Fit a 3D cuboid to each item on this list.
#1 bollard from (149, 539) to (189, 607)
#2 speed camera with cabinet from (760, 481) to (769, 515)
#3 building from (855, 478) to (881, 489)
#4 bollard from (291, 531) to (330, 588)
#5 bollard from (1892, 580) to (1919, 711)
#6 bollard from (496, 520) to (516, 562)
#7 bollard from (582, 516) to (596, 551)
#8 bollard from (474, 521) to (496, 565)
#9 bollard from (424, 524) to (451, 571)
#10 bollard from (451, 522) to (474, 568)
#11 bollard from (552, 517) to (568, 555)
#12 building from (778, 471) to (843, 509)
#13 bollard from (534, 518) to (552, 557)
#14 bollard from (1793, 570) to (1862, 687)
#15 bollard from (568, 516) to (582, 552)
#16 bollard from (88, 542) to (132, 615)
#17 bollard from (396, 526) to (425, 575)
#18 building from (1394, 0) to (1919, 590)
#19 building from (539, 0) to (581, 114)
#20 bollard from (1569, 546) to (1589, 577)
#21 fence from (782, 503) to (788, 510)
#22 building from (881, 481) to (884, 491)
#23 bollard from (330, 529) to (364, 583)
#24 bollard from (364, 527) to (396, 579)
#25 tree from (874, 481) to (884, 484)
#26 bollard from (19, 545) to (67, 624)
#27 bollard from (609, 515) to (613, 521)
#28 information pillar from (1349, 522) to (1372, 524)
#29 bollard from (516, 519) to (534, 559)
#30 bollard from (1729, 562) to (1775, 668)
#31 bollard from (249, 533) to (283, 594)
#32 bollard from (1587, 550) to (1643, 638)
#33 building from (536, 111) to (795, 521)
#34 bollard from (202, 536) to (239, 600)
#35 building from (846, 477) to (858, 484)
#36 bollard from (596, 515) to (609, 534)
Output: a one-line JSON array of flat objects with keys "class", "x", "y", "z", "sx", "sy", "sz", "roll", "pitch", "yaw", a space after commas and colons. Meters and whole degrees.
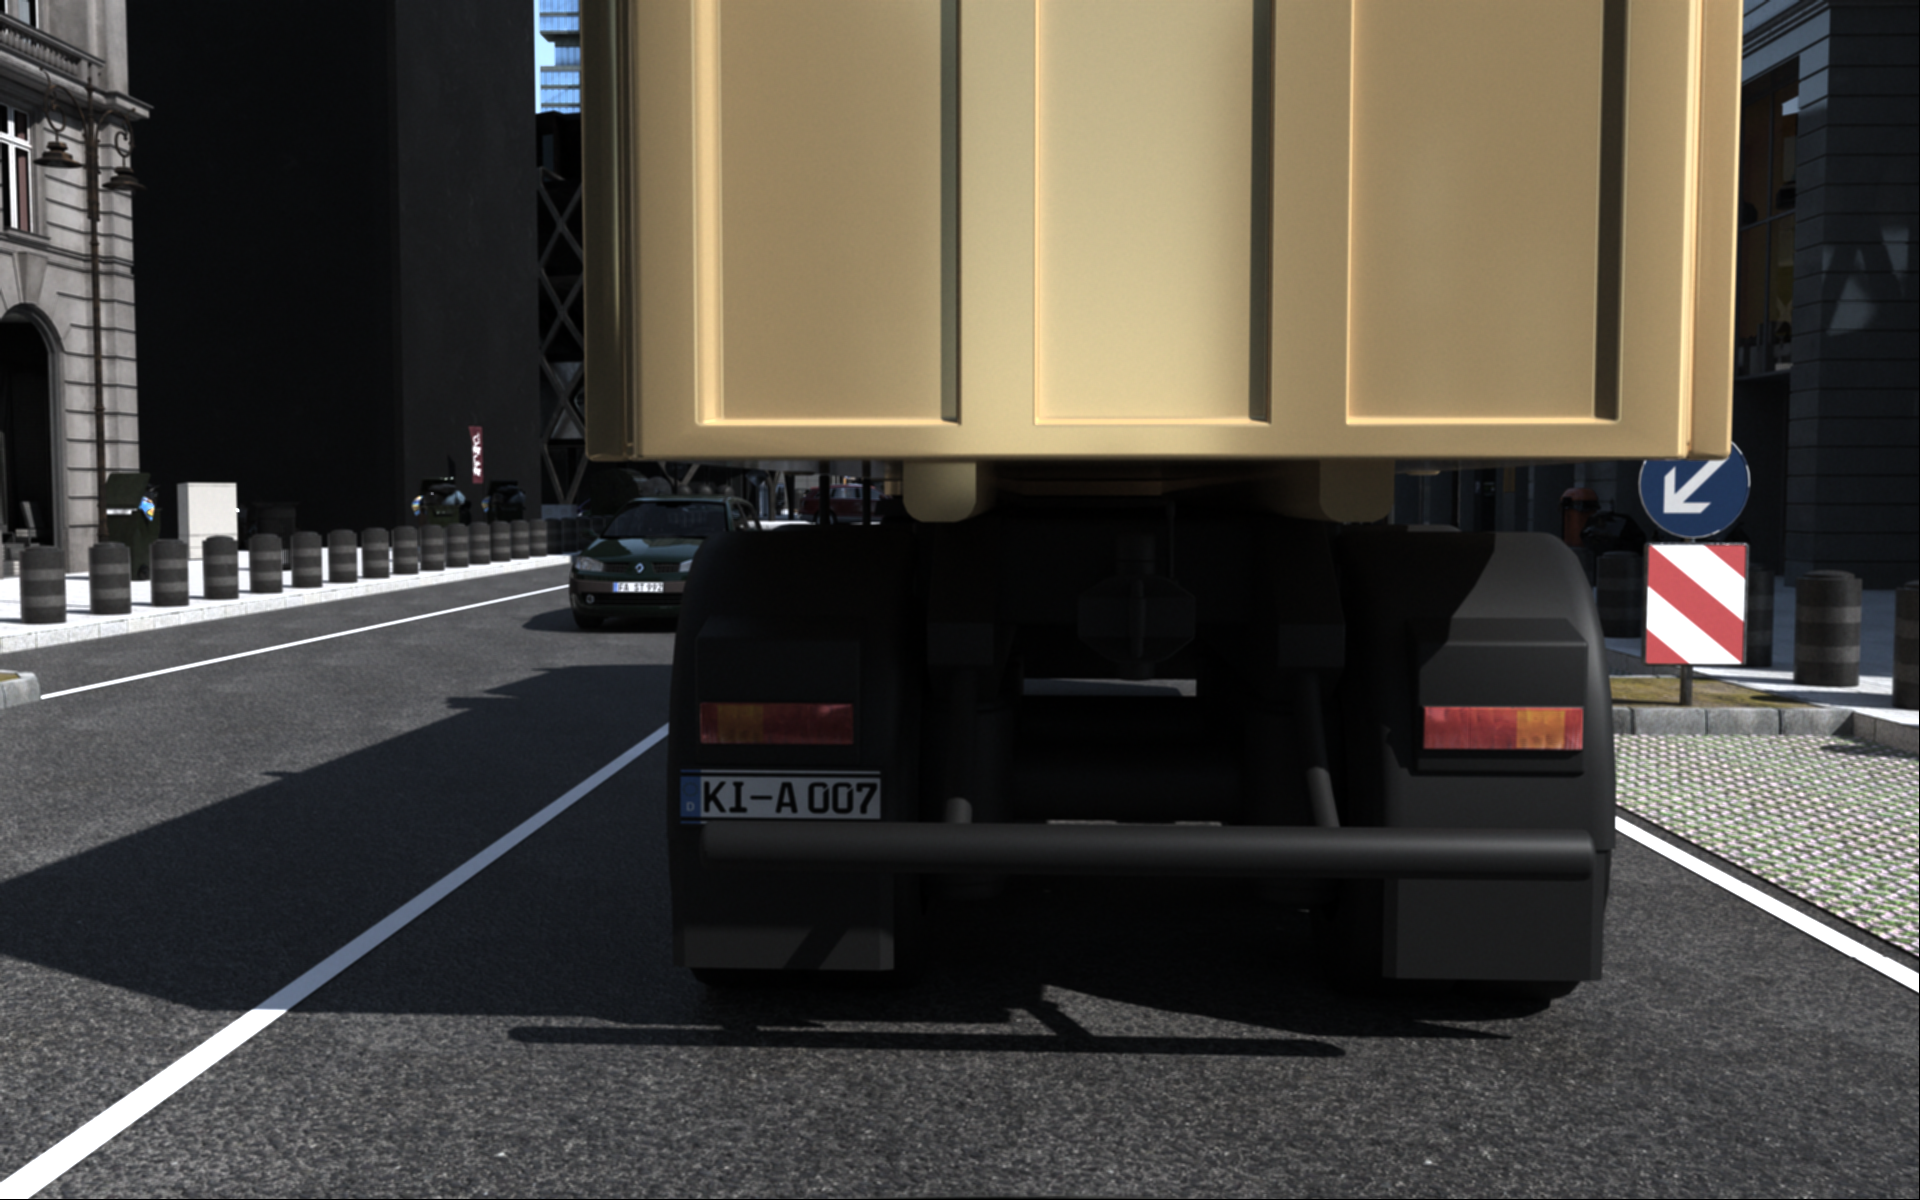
[{"class": "bollard", "x": -9.064, "y": -0.314, "z": 19.857, "sx": 0.404, "sy": 0.777, "sz": 0.398, "roll": 0, "pitch": 3, "yaw": 0}, {"class": "speed camera with cabinet", "x": -12.386, "y": -7.046, "z": 109.543, "sx": 0.660, "sy": 3.252, "sz": 2.038, "roll": -1, "pitch": 4, "yaw": -12}, {"class": "building", "x": -23.578, "y": -40.324, "z": 201.303, "sx": 28.212, "sy": 58.520, "sz": 21.231, "roll": 0, "pitch": 4, "yaw": 1}, {"class": "bollard", "x": -8.972, "y": -0.555, "z": 23.785, "sx": 0.404, "sy": 0.777, "sz": 0.398, "roll": 0, "pitch": 3, "yaw": 0}, {"class": "bollard", "x": 5.816, "y": 0.266, "z": 10.368, "sx": 0.404, "sy": 0.777, "sz": 0.398, "roll": 0, "pitch": 3, "yaw": 0}, {"class": "bollard", "x": -8.760, "y": -1.115, "z": 32.953, "sx": 0.404, "sy": 0.777, "sz": 0.398, "roll": 0, "pitch": 3, "yaw": 0}, {"class": "bollard", "x": -8.609, "y": -1.517, "z": 39.517, "sx": 0.404, "sy": 0.777, "sz": 0.398, "roll": 0, "pitch": 3, "yaw": 0}, {"class": "bollard", "x": -8.791, "y": -1.035, "z": 31.643, "sx": 0.404, "sy": 0.777, "sz": 0.398, "roll": 0, "pitch": 3, "yaw": 0}, {"class": "bollard", "x": -8.851, "y": -0.876, "z": 29.033, "sx": 0.404, "sy": 0.777, "sz": 0.398, "roll": 0, "pitch": 3, "yaw": 0}, {"class": "bollard", "x": -8.819, "y": -0.955, "z": 30.338, "sx": 0.404, "sy": 0.777, "sz": 0.398, "roll": 0, "pitch": 3, "yaw": 0}, {"class": "bollard", "x": -8.668, "y": -1.357, "z": 36.898, "sx": 0.404, "sy": 0.777, "sz": 0.398, "roll": 0, "pitch": 3, "yaw": 0}, {"class": "building", "x": -21.105, "y": -43.806, "z": 154.481, "sx": 20.563, "sy": 71.187, "sz": 20.611, "roll": 0, "pitch": 4, "yaw": 1}, {"class": "bollard", "x": -8.697, "y": -1.277, "z": 35.593, "sx": 0.404, "sy": 0.777, "sz": 0.398, "roll": 0, "pitch": 3, "yaw": 0}, {"class": "bollard", "x": 5.846, "y": 0.186, "z": 11.673, "sx": 0.404, "sy": 0.777, "sz": 0.398, "roll": 0, "pitch": 3, "yaw": 0}, {"class": "bollard", "x": -8.639, "y": -1.437, "z": 38.212, "sx": 0.404, "sy": 0.777, "sz": 0.398, "roll": 0, "pitch": 3, "yaw": 0}, {"class": "bollard", "x": -9.094, "y": -0.233, "z": 18.529, "sx": 0.404, "sy": 0.777, "sz": 0.398, "roll": 0, "pitch": 3, "yaw": 0}, {"class": "bollard", "x": -8.883, "y": -0.796, "z": 27.728, "sx": 0.404, "sy": 0.777, "sz": 0.398, "roll": 0, "pitch": 3, "yaw": 0}, {"class": "building", "x": 17.149, "y": -15.864, "z": 36.874, "sx": 11.434, "sy": 29.767, "sz": 29.804, "roll": 0, "pitch": 4, "yaw": 1}, {"class": "building", "x": -46.500, "y": -57.143, "z": 246.965, "sx": 31.000, "sy": 86.520, "sz": 22.319, "roll": 0, "pitch": 4, "yaw": 1}, {"class": "bollard", "x": 5.968, "y": -0.133, "z": 16.898, "sx": 0.404, "sy": 0.777, "sz": 0.398, "roll": 0, "pitch": 3, "yaw": 0}, {"class": "fence", "x": -12.324, "y": -6.575, "z": 122.873, "sx": 2.069, "sy": 0.683, "sz": 0.278, "roll": 2, "pitch": 4, "yaw": 25}, {"class": "building", "x": -1.745, "y": -40.421, "z": 250.119, "sx": 27.495, "sy": 52.752, "sz": 28.713, "roll": 0, "pitch": 4, "yaw": 1}, {"class": "bollard", "x": -8.943, "y": -0.634, "z": 25.090, "sx": 0.404, "sy": 0.777, "sz": 0.398, "roll": 0, "pitch": 3, "yaw": 0}, {"class": "bollard", "x": -8.917, "y": -0.716, "z": 26.423, "sx": 0.404, "sy": 0.777, "sz": 0.398, "roll": 0, "pitch": 3, "yaw": 0}, {"class": "tree", "x": -6.046, "y": -17.070, "z": 185.752, "sx": 9.857, "sy": 13.997, "sz": 8.962, "roll": 0, "pitch": 3, "yaw": 0}, {"class": "bollard", "x": -9.122, "y": -0.153, "z": 17.224, "sx": 0.404, "sy": 0.777, "sz": 0.398, "roll": 0, "pitch": 3, "yaw": 0}, {"class": "bollard", "x": -8.550, "y": -1.677, "z": 42.131, "sx": 0.404, "sy": 0.777, "sz": 0.398, "roll": 0, "pitch": 3, "yaw": 0}, {"class": "information pillar", "x": 7.429, "y": -1.687, "z": 32.079, "sx": 0.304, "sy": 2.012, "sz": 0.304, "roll": -2, "pitch": 4, "yaw": -35}, {"class": "bollard", "x": -8.729, "y": -1.195, "z": 34.258, "sx": 0.404, "sy": 0.777, "sz": 0.398, "roll": 0, "pitch": 3, "yaw": 0}, {"class": "bollard", "x": 5.877, "y": 0.106, "z": 12.978, "sx": 0.404, "sy": 0.777, "sz": 0.398, "roll": 0, "pitch": 3, "yaw": 0}, {"class": "bollard", "x": -9.005, "y": -0.474, "z": 22.467, "sx": 0.404, "sy": 0.777, "sz": 0.398, "roll": 0, "pitch": 3, "yaw": 0}, {"class": "bollard", "x": 5.937, "y": -0.053, "z": 15.589, "sx": 0.404, "sy": 0.777, "sz": 0.398, "roll": 0, "pitch": 3, "yaw": 0}, {"class": "building", "x": -16.424, "y": -13.308, "z": 85.035, "sx": 16.811, "sy": 18.784, "sz": 16.820, "roll": 0, "pitch": 4, "yaw": 1}, {"class": "bollard", "x": -9.034, "y": -0.394, "z": 21.162, "sx": 0.404, "sy": 0.777, "sz": 0.398, "roll": 0, "pitch": 3, "yaw": 0}, {"class": "building", "x": -17.672, "y": -31.955, "z": 172.568, "sx": 14.600, "sy": 45.320, "sz": 14.200, "roll": 0, "pitch": 4, "yaw": 1}, {"class": "bollard", "x": -8.576, "y": -1.597, "z": 40.822, "sx": 0.404, "sy": 0.777, "sz": 0.398, "roll": 0, "pitch": 3, "yaw": 0}]
